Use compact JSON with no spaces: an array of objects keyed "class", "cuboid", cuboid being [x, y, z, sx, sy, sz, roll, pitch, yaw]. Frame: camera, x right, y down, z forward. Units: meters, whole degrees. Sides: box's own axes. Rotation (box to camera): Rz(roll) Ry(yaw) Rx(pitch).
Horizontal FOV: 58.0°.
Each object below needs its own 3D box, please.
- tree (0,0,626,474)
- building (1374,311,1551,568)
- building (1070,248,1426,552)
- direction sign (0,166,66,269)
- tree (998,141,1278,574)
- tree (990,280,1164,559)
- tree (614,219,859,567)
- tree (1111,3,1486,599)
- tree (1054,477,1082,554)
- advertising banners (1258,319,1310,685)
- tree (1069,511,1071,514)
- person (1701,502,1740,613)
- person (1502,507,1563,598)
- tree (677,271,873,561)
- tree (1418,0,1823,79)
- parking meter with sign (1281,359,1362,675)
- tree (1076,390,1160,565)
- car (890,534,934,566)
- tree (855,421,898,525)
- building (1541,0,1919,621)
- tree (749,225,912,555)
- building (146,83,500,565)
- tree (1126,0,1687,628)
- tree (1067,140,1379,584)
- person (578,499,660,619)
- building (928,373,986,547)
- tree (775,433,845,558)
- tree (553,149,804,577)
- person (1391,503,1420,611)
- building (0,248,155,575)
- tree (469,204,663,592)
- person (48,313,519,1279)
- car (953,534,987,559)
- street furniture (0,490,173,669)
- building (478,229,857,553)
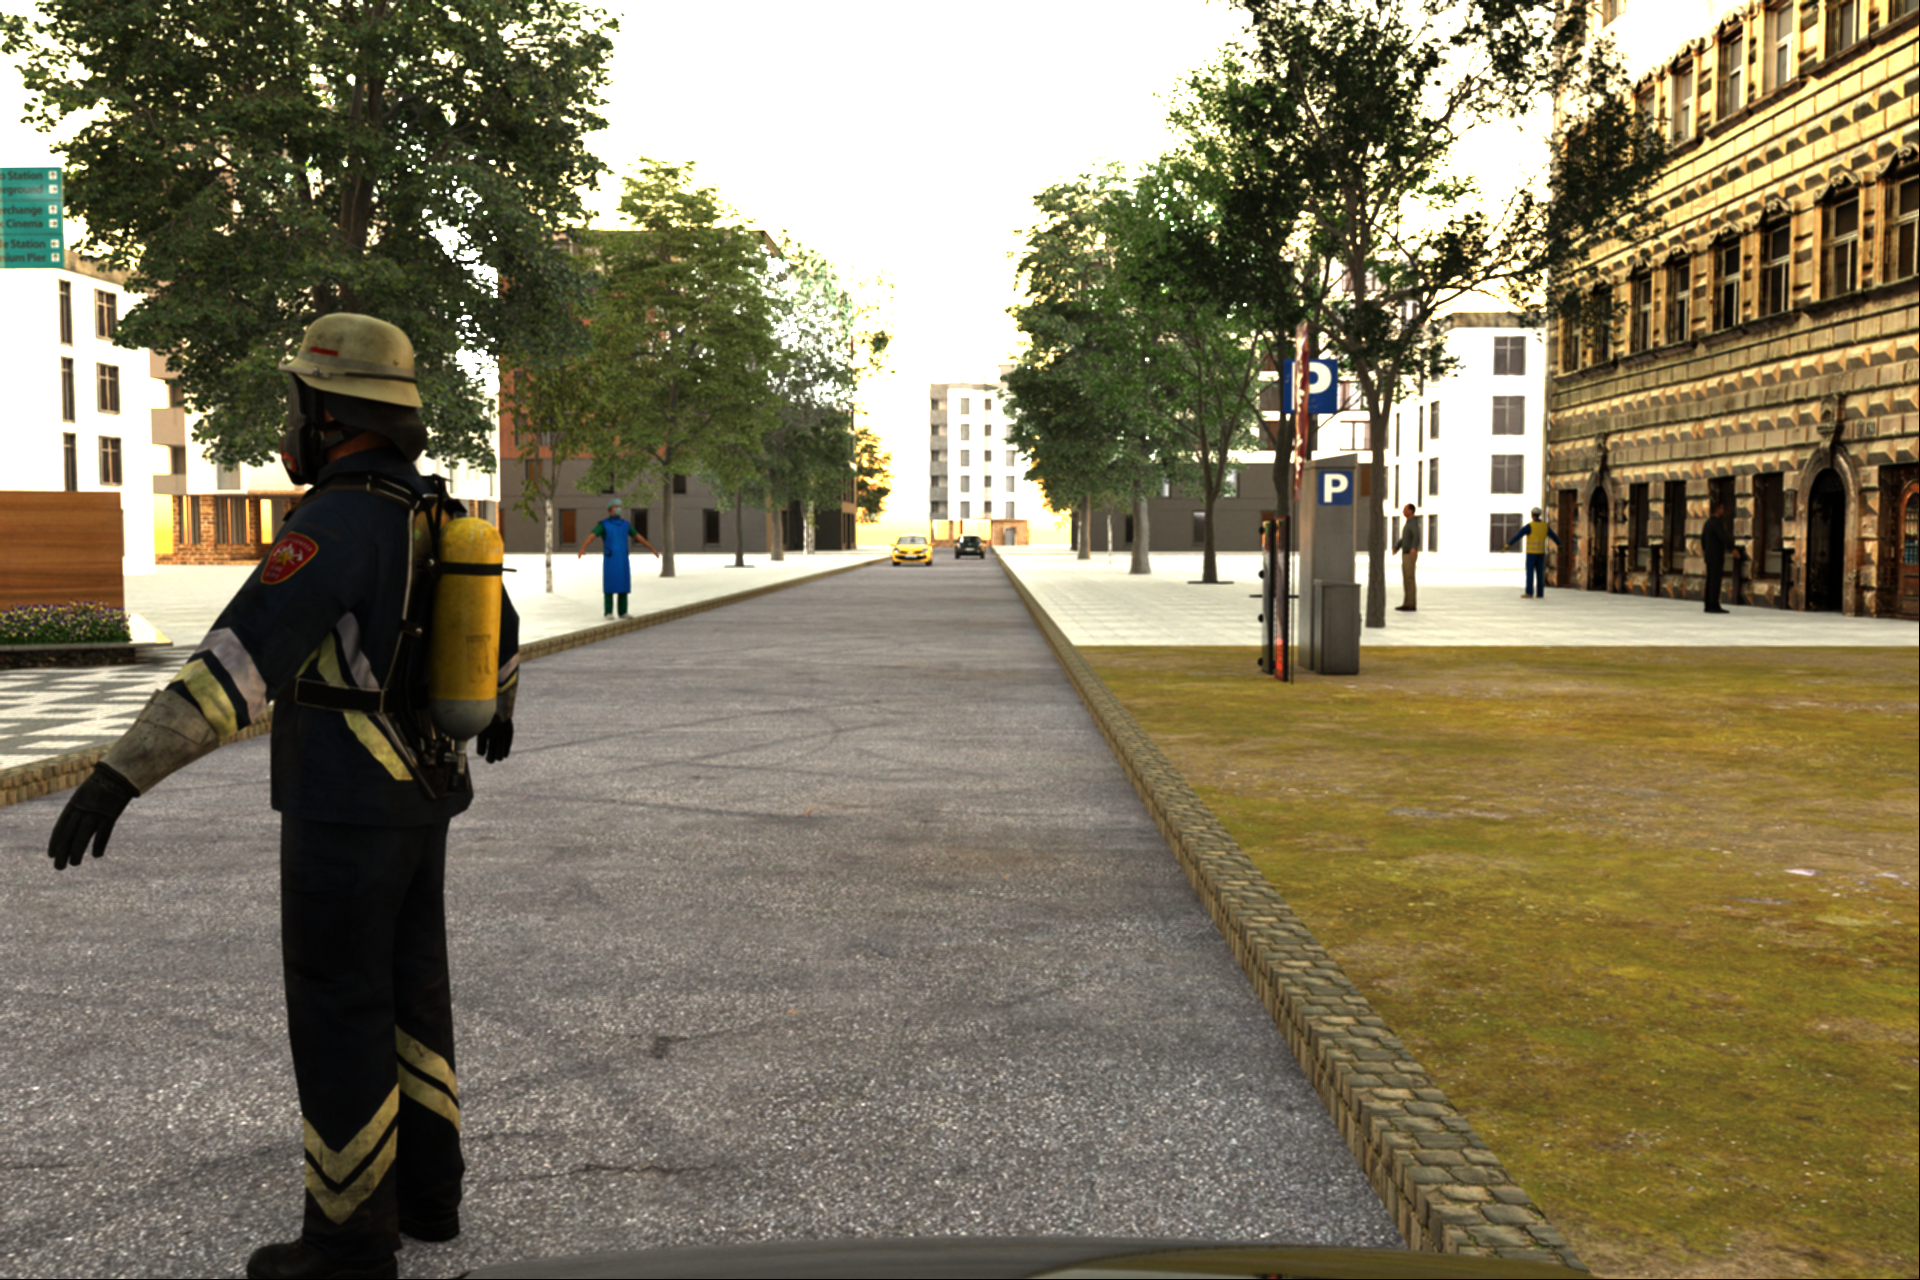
[{"class":"tree","cuboid":[-9.628,-7.342,26.691,9.857,13.997,8.962,0,3,0]},{"class":"building","cuboid":[23.077,-7.541,65.441,9.099,9.664,28.070,0,4,1]},{"class":"building","cuboid":[22.806,-18.132,140.435,27.936,21.610,32.646,0,4,1]},{"class":"direction sign","cuboid":[-7.050,-1.415,11.895,2.525,3.948,1.411,0,4,2]},{"class":"tree","cuboid":[5.730,-9.097,55.390,9.857,13.997,8.962,0,3,0]},{"class":"tree","cuboid":[6.354,-11.091,87.994,9.857,13.997,8.962,0,3,0]},{"class":"tree","cuboid":[-8.670,-9.582,67.043,12.009,13.543,11.850,0,3,0]},{"class":"tree","cuboid":[6.522,-6.652,34.521,9.928,11.665,9.643,0,3,0]},{"class":"tree","cuboid":[7.109,-9.469,105.184,4.737,8.622,4.395,0,3,0]},{"class":"advertising banners","cuboid":[2.831,-1.162,15.185,0.090,3.025,2.074,0,4,1]},{"class":"tree","cuboid":[14.292,-14.802,192.371,4.360,8.622,3.978,0,3,0]},{"class":"person","cuboid":[12.308,-1.342,28.170,0.704,1.802,1.346,0,4,2]},{"class":"person","cuboid":[11.541,-1.763,34.800,1.349,1.833,0.705,-1,4,-13]},{"class":"tree","cuboid":[-8.886,-10.778,82.883,9.857,13.997,8.962,0,3,0]},{"class":"tree","cuboid":[4.559,-4.457,7.278,7.601,10.594,8.767,1,4,12]},{"class":"parking meter with sign","cuboid":[3.477,-1.237,16.487,0.543,3.016,1.738,0,3,0]},{"class":"tree","cuboid":[6.321,-7.489,72.800,4.360,8.622,3.978,0,3,0]},{"class":"car","cuboid":[-2.149,-4.184,78.629,2.015,1.641,3.980,0,4,1]},{"class":"tree","cuboid":[-11.946,-17.491,192.636,9.857,13.997,8.962,0,3,0]},{"class":"building","cuboid":[23.219,-12.313,32.239,19.493,23.208,18.063,0,4,1]},{"class":"tree","cuboid":[-8.931,-15.257,105.335,12.611,20.169,13.585,0,3,0]},{"class":"building","cuboid":[-28.392,-13.315,74.113,16.016,20.090,11.380,0,4,1]},{"class":"tree","cuboid":[6.002,-5.463,23.740,7.601,10.594,8.767,-3,5,-40]},{"class":"tree","cuboid":[6.613,-7.274,44.685,9.928,11.665,9.643,0,3,0]},{"class":"person","cuboid":[-5.176,-1.223,26.129,1.347,1.817,0.704,-3,5,-39]},{"class":"building","cuboid":[-3.298,-20.623,196.062,11.380,20.090,16.016,0,4,-1]},{"class":"tree","cuboid":[-7.988,-8.661,91.974,4.737,8.622,4.395,0,3,0]},{"class":"tree","cuboid":[-8.397,-8.175,51.794,7.486,12.596,7.792,0,3,0]},{"class":"person","cuboid":[7.484,-1.388,28.959,0.705,1.796,1.348,0,4,1]},{"class":"building","cuboid":[-27.258,-6.122,42.243,9.099,9.664,28.070,0,4,2]},{"class":"tree","cuboid":[-8.945,-5.372,38.195,4.737,8.622,4.395,0,3,0]},{"class":"person","cuboid":[-1.189,0.296,3.404,0.705,1.856,1.354,1,4,15]},{"class":"car","cuboid":[0.585,-5.609,101.501,2.009,1.686,4.222,0,4,1]},{"class":"street furniture","cuboid":[-12.934,-0.647,17.440,9.812,1.723,11.010,-2,4,-28]},{"class":"building","cuboid":[-23.198,-17.676,132.982,27.936,21.610,32.646,0,4,1]}]
